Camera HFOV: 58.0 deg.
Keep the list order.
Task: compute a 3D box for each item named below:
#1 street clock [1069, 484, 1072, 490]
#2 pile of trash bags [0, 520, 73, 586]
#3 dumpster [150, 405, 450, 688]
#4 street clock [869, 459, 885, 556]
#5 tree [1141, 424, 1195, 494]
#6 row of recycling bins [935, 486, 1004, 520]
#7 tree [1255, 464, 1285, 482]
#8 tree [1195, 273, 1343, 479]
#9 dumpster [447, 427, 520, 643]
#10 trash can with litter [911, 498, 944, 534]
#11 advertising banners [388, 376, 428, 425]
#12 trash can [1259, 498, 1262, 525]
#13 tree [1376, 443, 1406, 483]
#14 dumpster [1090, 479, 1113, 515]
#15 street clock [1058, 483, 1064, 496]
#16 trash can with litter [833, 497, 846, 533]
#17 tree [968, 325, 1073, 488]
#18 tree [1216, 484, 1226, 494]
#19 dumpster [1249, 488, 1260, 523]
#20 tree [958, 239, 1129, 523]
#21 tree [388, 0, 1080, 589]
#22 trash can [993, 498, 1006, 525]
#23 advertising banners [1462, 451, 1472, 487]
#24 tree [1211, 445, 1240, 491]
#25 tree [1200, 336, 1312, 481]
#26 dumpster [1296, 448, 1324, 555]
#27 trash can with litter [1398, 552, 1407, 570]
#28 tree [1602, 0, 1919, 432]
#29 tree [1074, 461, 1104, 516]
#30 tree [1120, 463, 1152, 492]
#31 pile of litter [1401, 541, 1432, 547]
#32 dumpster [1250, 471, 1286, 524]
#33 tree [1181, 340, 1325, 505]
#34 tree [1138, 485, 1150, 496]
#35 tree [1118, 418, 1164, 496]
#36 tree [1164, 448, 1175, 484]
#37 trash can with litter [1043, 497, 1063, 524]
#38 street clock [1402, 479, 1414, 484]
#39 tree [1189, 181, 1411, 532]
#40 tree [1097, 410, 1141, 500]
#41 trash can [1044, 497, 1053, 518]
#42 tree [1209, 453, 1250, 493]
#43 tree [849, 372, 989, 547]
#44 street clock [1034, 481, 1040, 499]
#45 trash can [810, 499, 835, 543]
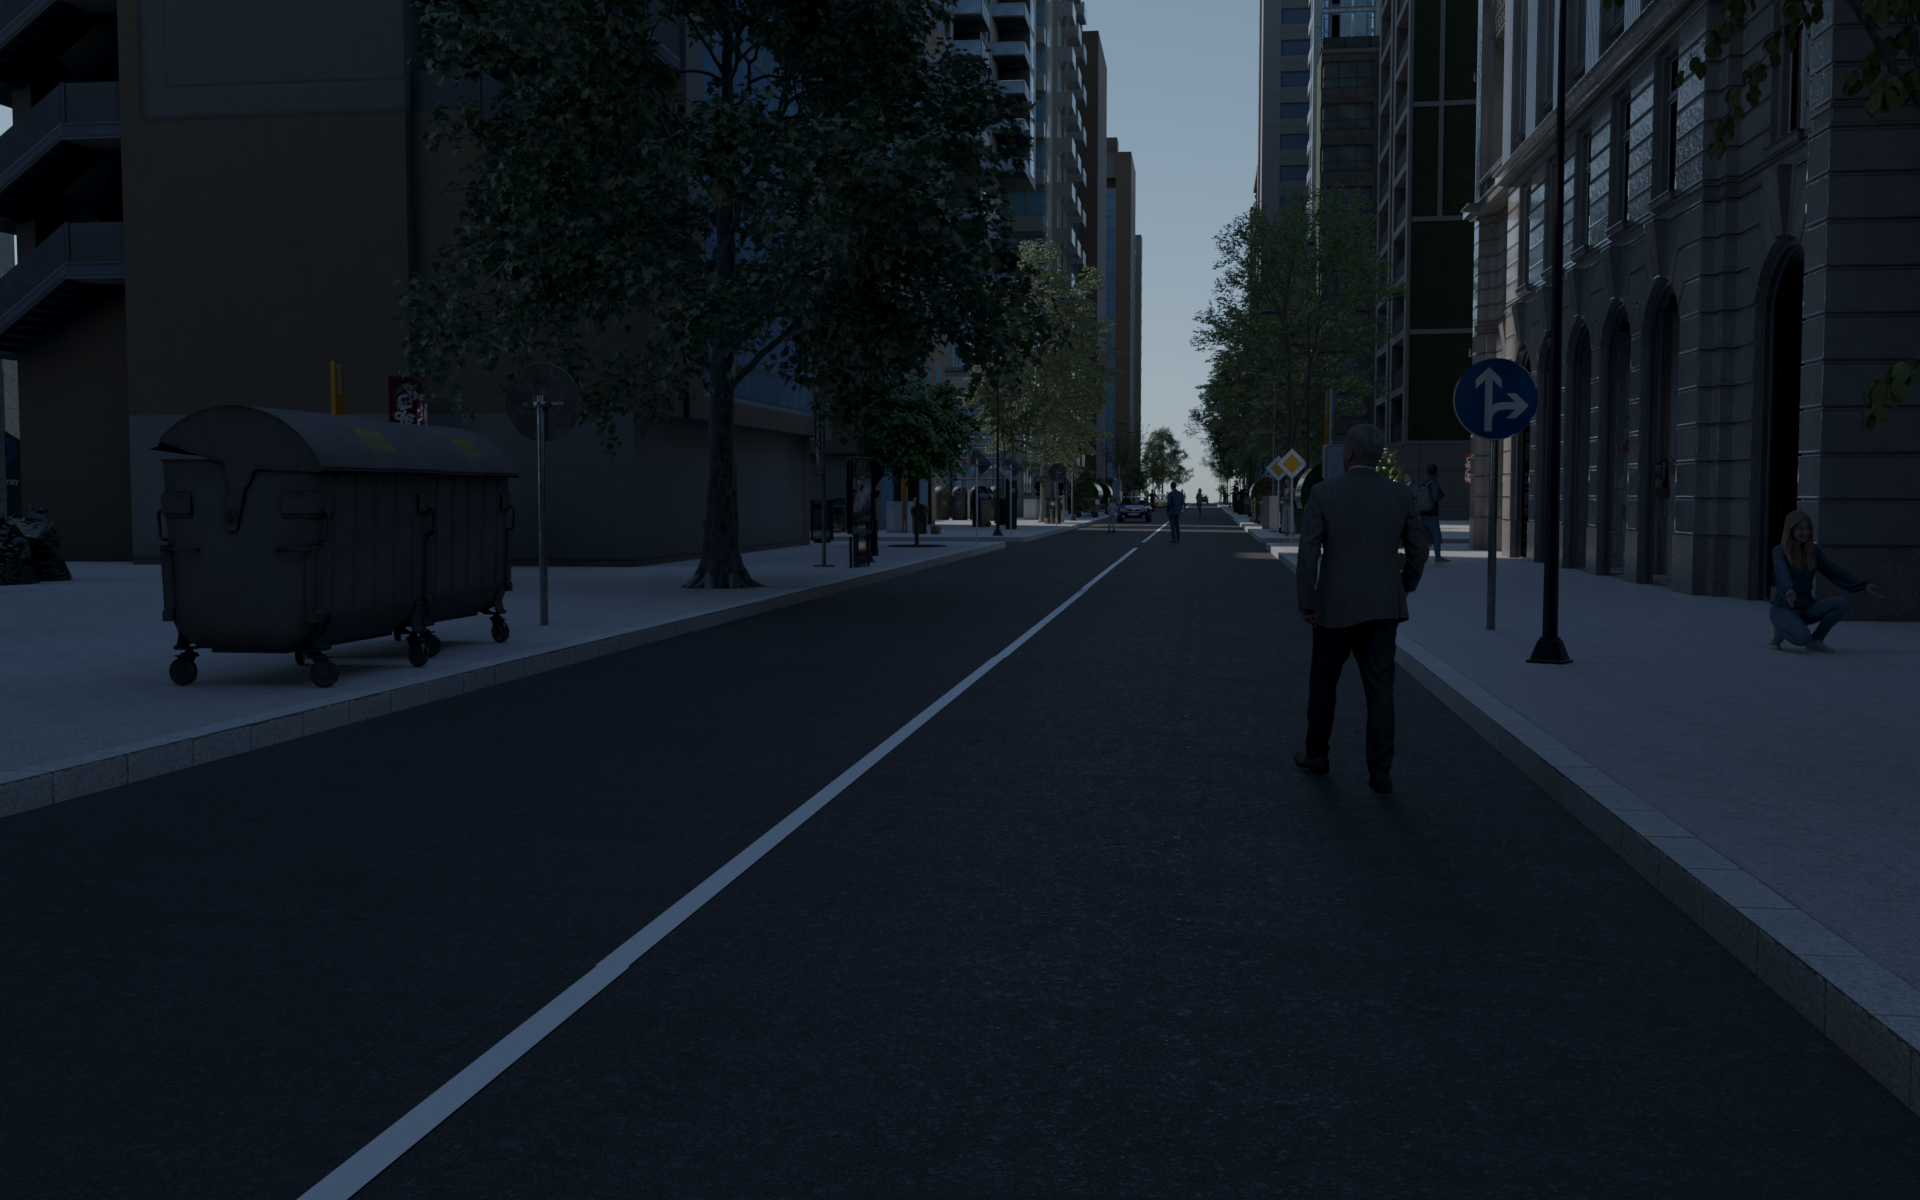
[{"bbox_3d":[8.492,-7.524,127.587,0.358,2.002,0.471,3,5,39],"label":"street clock"},{"bbox_3d":[-14.811,-0.952,25.320,3.447,1.369,1.912,1,4,14],"label":"pile of trash bags"},{"bbox_3d":[-4.617,-0.392,12.171,1.264,1.857,1.865,0,4,8],"label":"dumpster"},{"bbox_3d":[-1.810,-1.913,35.852,0.471,2.002,0.358,1,4,16],"label":"street clock"},{"bbox_3d":[33.379,-22.492,284.758,9.611,12.733,9.660,0,3,0],"label":"tree"},{"bbox_3d":[0.397,-4.781,85.276,3.534,1.692,1.069,0,4,6],"label":"row of recycling bins"},{"bbox_3d":[17.033,-6.050,93.522,1.663,3.219,1.824,0,3,0],"label":"tree"},{"bbox_3d":[15.646,-10.367,87.630,7.486,12.596,7.792,0,3,0],"label":"tree"},{"bbox_3d":[-4.567,-0.521,14.270,1.264,1.857,1.865,0,4,8],"label":"dumpster"},{"bbox_3d":[-1.045,-2.690,55.364,1.055,1.170,0.624,1,4,12],"label":"trash can with litter"},{"bbox_3d":[-8.885,-1.787,25.412,2.074,3.025,0.090,-2,4,-32],"label":"advertising banners"},{"bbox_3d":[12.050,-3.432,67.764,0.748,1.137,0.748,0,3,0],"label":"trash can"},{"bbox_3d":[16.095,-4.364,65.950,1.663,3.219,1.824,0,3,0],"label":"tree"},{"bbox_3d":[8.695,-6.435,107.711,1.502,2.255,1.985,0,4,8],"label":"dumpster"},{"bbox_3d":[6.527,-6.576,112.092,0.358,2.002,0.471,1,4,23],"label":"street clock"},{"bbox_3d":[-4.005,-2.836,57.757,0.624,1.170,1.055,0,4,3],"label":"trash can with litter"},{"bbox_3d":[2.060,-7.163,67.478,4.737,8.622,4.395,0,3,0],"label":"tree"},{"bbox_3d":[41.767,-17.229,276.292,1.663,3.219,1.824,0,3,0],"label":"tree"},{"bbox_3d":[13.618,-4.400,77.690,1.264,1.857,1.865,0,4,8],"label":"dumpster"},{"bbox_3d":[3.698,-9.778,78.000,7.486,12.596,7.792,0,3,0],"label":"tree"},{"bbox_3d":[-3.159,-6.509,23.438,9.611,12.733,9.660,0,3,0],"label":"tree"},{"bbox_3d":[1.717,-3.673,71.700,0.748,1.137,0.748,0,3,0],"label":"trash can"},{"bbox_3d":[21.270,-4.504,69.834,2.074,3.025,0.090,0,4,7],"label":"advertising banners"},{"bbox_3d":[25.460,-12.832,160.161,4.737,8.622,4.395,0,3,0],"label":"tree"},{"bbox_3d":[22.627,-13.816,132.544,9.857,13.997,8.962,0,3,0],"label":"tree"},{"bbox_3d":[7.785,-2.049,35.997,1.502,2.255,1.985,0,4,8],"label":"dumpster"},{"bbox_3d":[7.248,-1.118,29.661,1.055,1.170,0.624,2,4,23],"label":"trash can with litter"},{"bbox_3d":[4.257,-3.471,7.116,4.737,8.622,4.395,0,3,0],"label":"tree"},{"bbox_3d":[7.430,-6.569,102.006,1.663,3.219,1.824,0,3,0],"label":"tree"},{"bbox_3d":[18.228,-12.006,180.018,4.285,4.588,4.351,0,3,0],"label":"tree"},{"bbox_3d":[10.780,-1.720,42.089,1.176,0.858,1.719,0,4,-5],"label":"pile of litter"},{"bbox_3d":[13.194,-4.386,74.209,1.502,2.255,1.985,0,4,8],"label":"dumpster"},{"bbox_3d":[17.401,-10.327,103.264,8.767,10.594,7.601,0,4,8],"label":"tree"},{"bbox_3d":[20.676,-12.384,197.080,1.663,3.219,1.824,0,3,0],"label":"tree"},{"bbox_3d":[16.793,-13.295,167.727,4.737,8.622,4.395,0,3,0],"label":"tree"},{"bbox_3d":[26.346,-17.271,232.737,4.737,8.622,4.395,0,3,0],"label":"tree"},{"bbox_3d":[3.930,-3.842,74.209,0.624,1.170,1.055,-2,4,-34],"label":"trash can with litter"},{"bbox_3d":[19.773,-4.394,76.413,0.471,2.002,0.358,3,5,43],"label":"street clock"},{"bbox_3d":[11.152,-8.090,58.024,9.928,11.665,9.643,0,3,0],"label":"tree"},{"bbox_3d":[14.095,-12.276,151.078,4.360,8.622,3.978,0,3,0],"label":"tree"},{"bbox_3d":[4.040,-3.906,75.524,0.748,1.137,0.748,0,3,0],"label":"trash can"},{"bbox_3d":[25.000,-12.363,152.501,4.360,8.622,3.978,0,3,0],"label":"tree"},{"bbox_3d":[-1.026,-3.578,42.213,4.285,4.588,4.351,0,3,0],"label":"tree"},{"bbox_3d":[4.319,-5.595,96.048,0.358,2.002,0.471,-1,4,-23],"label":"street clock"},{"bbox_3d":[-3.621,-2.069,45.478,0.748,1.137,0.748,0,3,0],"label":"trash can"}]
